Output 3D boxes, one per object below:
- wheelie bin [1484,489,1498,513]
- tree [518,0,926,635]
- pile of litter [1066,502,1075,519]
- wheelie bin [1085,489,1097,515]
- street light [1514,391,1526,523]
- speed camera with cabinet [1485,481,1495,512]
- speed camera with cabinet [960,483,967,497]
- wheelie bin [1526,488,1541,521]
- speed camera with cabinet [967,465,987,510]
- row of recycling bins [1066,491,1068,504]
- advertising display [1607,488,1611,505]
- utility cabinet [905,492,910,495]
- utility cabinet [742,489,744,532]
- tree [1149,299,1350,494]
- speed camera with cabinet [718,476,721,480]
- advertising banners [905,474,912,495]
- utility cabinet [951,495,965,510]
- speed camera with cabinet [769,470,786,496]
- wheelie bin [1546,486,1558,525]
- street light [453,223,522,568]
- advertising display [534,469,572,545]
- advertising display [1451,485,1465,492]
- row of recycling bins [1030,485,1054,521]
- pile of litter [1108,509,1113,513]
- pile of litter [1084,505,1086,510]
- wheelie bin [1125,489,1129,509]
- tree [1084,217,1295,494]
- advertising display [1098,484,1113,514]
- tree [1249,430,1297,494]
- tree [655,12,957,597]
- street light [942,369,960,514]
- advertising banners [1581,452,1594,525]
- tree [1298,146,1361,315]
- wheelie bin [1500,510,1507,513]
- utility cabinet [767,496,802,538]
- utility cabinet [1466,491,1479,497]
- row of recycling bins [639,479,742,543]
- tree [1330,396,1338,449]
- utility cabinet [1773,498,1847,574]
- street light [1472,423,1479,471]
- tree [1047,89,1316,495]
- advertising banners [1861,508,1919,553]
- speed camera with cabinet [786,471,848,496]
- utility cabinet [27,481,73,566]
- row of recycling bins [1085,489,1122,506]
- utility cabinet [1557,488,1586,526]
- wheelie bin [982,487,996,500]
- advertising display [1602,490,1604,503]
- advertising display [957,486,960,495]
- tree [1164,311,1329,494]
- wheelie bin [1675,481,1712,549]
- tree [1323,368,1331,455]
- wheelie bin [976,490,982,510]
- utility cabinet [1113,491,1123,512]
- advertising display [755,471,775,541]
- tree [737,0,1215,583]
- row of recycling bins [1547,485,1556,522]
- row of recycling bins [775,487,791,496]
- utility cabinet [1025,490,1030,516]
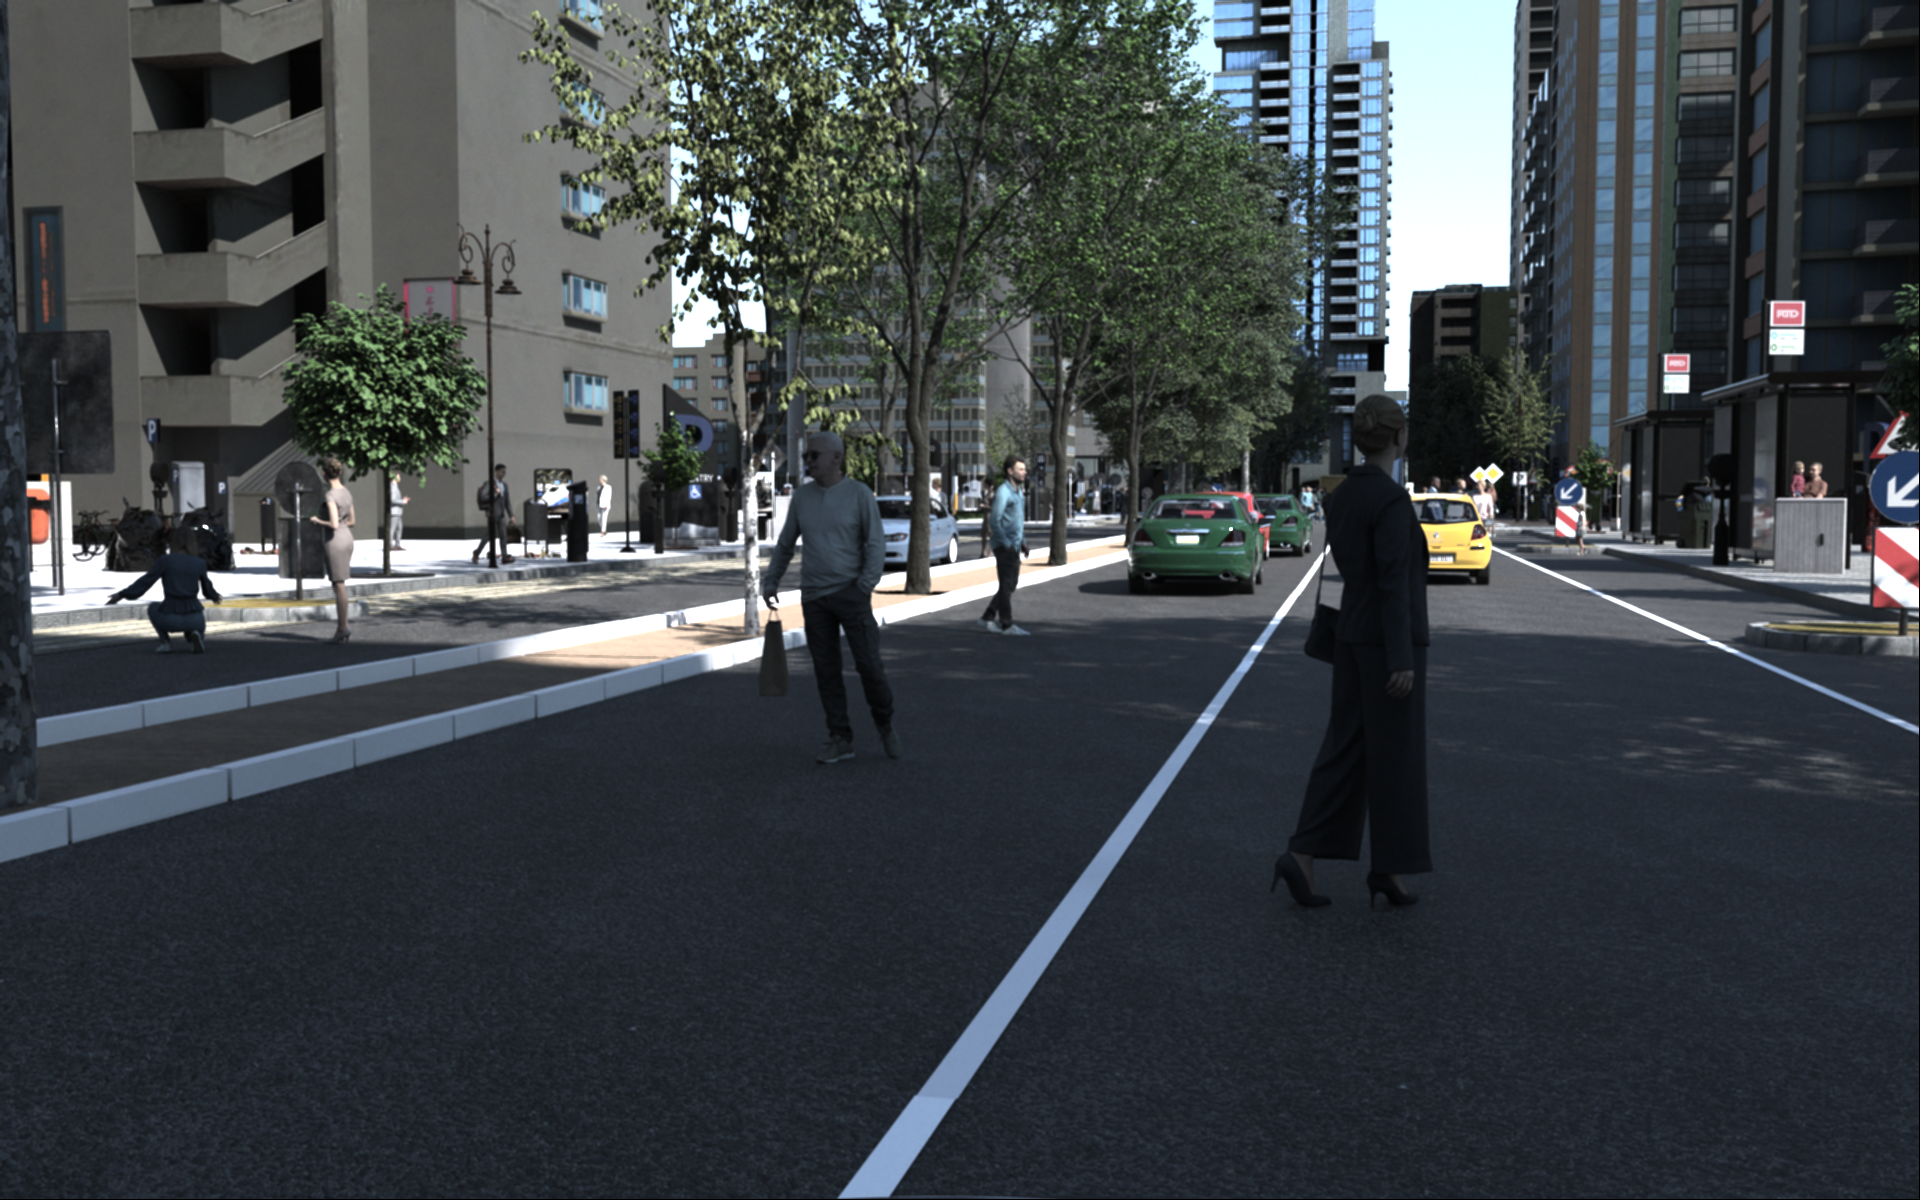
[{"bbox_3d":[31.297,-5.820,103.072,0.693,1.594,0.980,-3,4,-37],"label":"wheelie bin"},{"bbox_3d":[-2.117,-3.926,17.006,4.737,8.622,4.395,0,3,0],"label":"tree"},{"bbox_3d":[5.510,-4.681,90.494,1.176,0.858,1.719,1,4,17],"label":"pile of litter"},{"bbox_3d":[7.976,-5.941,105.041,0.693,1.594,0.980,-1,4,-17],"label":"wheelie bin"},{"bbox_3d":[25.132,-6.431,77.928,0.468,5.910,1.993,1,4,13],"label":"street light"},{"bbox_3d":[38.307,-7.995,125.059,0.660,3.252,2.038,3,5,44],"label":"speed camera with cabinet"},{"bbox_3d":[0.046,-9.554,150.550,2.038,3.252,0.660,2,4,24],"label":"speed camera with cabinet"},{"bbox_3d":[27.581,-4.611,83.291,0.693,1.594,0.980,1,4,10],"label":"wheelie bin"},{"bbox_3d":[1.728,-7.597,118.551,2.038,3.252,0.660,1,4,13],"label":"speed camera with cabinet"},{"bbox_3d":[8.007,-8.420,144.784,1.069,1.692,3.534,2,4,27],"label":"row of recycling bins"},{"bbox_3d":[45.642,-7.090,121.141,0.123,1.923,0.974,-1,4,-18],"label":"advertising display"},{"bbox_3d":[-4.365,-8.710,151.083,1.173,1.500,0.318,0,4,0],"label":"utility cabinet"},{"bbox_3d":[-6.921,-2.989,57.542,0.318,1.500,1.173,1,4,11],"label":"utility cabinet"},{"bbox_3d":[17.557,-11.510,101.009,12.009,13.543,11.850,0,3,0],"label":"tree"},{"bbox_3d":[-11.422,-5.387,82.417,0.660,3.252,2.038,-3,5,-39],"label":"speed camera with cabinet"},{"bbox_3d":[-4.125,-9.272,147.789,0.090,3.025,2.074,-3,5,-40],"label":"advertising banners"},{"bbox_3d":[-0.161,-5.497,101.038,1.020,1.237,0.306,3,5,40],"label":"utility cabinet"},{"bbox_3d":[-13.001,-7.956,124.415,2.038,3.252,0.660,-1,4,-13],"label":"speed camera with cabinet"},{"bbox_3d":[24.887,-3.914,71.910,0.980,1.594,0.693,0,4,4],"label":"wheelie bin"},{"bbox_3d":[-8.088,-3.488,29.809,0.468,5.910,1.993,1,4,13],"label":"street light"},{"bbox_3d":[-10.353,-2.379,44.117,0.974,1.923,0.123,-2,4,-35],"label":"advertising display"},{"bbox_3d":[36.445,-7.438,126.826,0.974,1.923,0.123,1,4,16],"label":"advertising display"},{"bbox_3d":[3.829,-4.647,83.087,1.069,1.692,3.534,0,4,3],"label":"row of recycling bins"},{"bbox_3d":[9.722,-6.200,115.338,1.176,0.858,1.719,2,4,32],"label":"pile of litter"},{"bbox_3d":[10.595,-7.617,138.505,1.719,0.858,1.176,-3,5,-42],"label":"pile of litter"},{"bbox_3d":[10.808,-6.311,111.088,0.693,1.594,0.980,-2,4,-33],"label":"wheelie bin"},{"bbox_3d":[8.480,-8.801,64.482,7.486,12.596,7.792,0,3,0],"label":"tree"},{"bbox_3d":[9.347,-6.503,111.540,0.974,1.923,0.123,2,4,24],"label":"advertising display"},{"bbox_3d":[21.043,-10.044,117.040,4.360,8.622,3.978,0,3,0],"label":"tree"},{"bbox_3d":[-0.519,-5.868,24.160,9.928,11.665,9.643,0,3,0],"label":"tree"},{"bbox_3d":[-0.386,-5.521,63.061,0.468,5.910,1.993,1,4,13],"label":"street light"},{"bbox_3d":[26.333,-4.679,72.688,0.090,3.025,2.074,3,4,36],"label":"advertising banners"},{"bbox_3d":[13.514,-14.086,88.654,12.611,20.169,13.585,0,3,0],"label":"tree"},{"bbox_3d":[36.332,-6.638,116.444,0.980,1.594,0.693,-2,4,-24],"label":"wheelie bin"},{"bbox_3d":[-5.186,-2.446,51.159,1.020,1.237,0.306,-1,4,-11],"label":"utility cabinet"},{"bbox_3d":[32.356,-6.156,109.321,0.318,1.500,1.173,-1,4,-10],"label":"utility cabinet"},{"bbox_3d":[-7.215,-2.414,46.584,1.069,1.692,3.534,2,4,32],"label":"row of recycling bins"},{"bbox_3d":[23.149,-11.968,123.882,9.928,11.665,9.643,0,3,0],"label":"tree"},{"bbox_3d":[13.787,-1.036,28.095,1.020,1.237,0.306,2,4,33],"label":"utility cabinet"},{"bbox_3d":[32.998,-8.462,111.141,0.468,5.910,1.993,1,4,13],"label":"street light"},{"bbox_3d":[6.928,-8.972,55.811,9.857,13.997,8.962,0,3,0],"label":"tree"},{"bbox_3d":[20.034,-2.548,37.841,2.074,3.025,0.090,1,4,10],"label":"advertising banners"},{"bbox_3d":[-4.872,-4.019,60.043,2.038,3.252,0.660,-1,4,-13],"label":"speed camera with cabinet"},{"bbox_3d":[-16.377,-1.343,30.636,0.318,1.500,1.173,3,4,37],"label":"utility cabinet"},{"bbox_3d":[12.276,-8.499,146.070,3.534,1.692,1.069,1,4,17],"label":"row of recycling bins"},{"bbox_3d":[19.303,-2.812,54.647,0.318,1.500,1.173,-1,4,-11],"label":"utility cabinet"},{"bbox_3d":[1.552,-4.522,81.844,0.693,1.594,0.980,0,4,4],"label":"wheelie bin"},{"bbox_3d":[44.935,-7.162,122.312,0.974,1.923,0.123,2,4,27],"label":"advertising display"},{"bbox_3d":[-0.480,-8.461,143.553,0.974,1.923,0.123,2,4,30],"label":"advertising display"},{"bbox_3d":[12.204,-8.680,78.790,8.767,10.594,7.601,1,4,13],"label":"tree"},{"bbox_3d":[17.352,-2.010,40.768,0.980,1.594,0.693,-1,4,-18],"label":"wheelie bin"},{"bbox_3d":[4.631,-7.172,45.473,9.928,11.665,9.643,0,3,0],"label":"tree"},{"bbox_3d":[1.579,-7.359,128.224,0.693,1.594,0.980,-1,4,-13],"label":"wheelie bin"},{"bbox_3d":[11.609,-7.090,124.601,1.173,1.500,0.318,1,4,13],"label":"utility cabinet"},{"bbox_3d":[-5.520,-2.602,47.756,0.974,1.923,0.123,-3,5,-43],"label":"advertising display"},{"bbox_3d":[2.018,-6.461,33.847,9.928,11.665,9.643,0,3,0],"label":"tree"},{"bbox_3d":[27.672,-4.423,79.422,1.069,1.692,3.534,0,4,6],"label":"row of recycling bins"},{"bbox_3d":[-10.763,-5.867,103.040,3.534,1.692,1.069,-2,4,-24],"label":"row of recycling bins"},{"bbox_3d":[4.313,-5.562,99.616,1.173,1.500,0.318,-1,4,-9],"label":"utility cabinet"}]
